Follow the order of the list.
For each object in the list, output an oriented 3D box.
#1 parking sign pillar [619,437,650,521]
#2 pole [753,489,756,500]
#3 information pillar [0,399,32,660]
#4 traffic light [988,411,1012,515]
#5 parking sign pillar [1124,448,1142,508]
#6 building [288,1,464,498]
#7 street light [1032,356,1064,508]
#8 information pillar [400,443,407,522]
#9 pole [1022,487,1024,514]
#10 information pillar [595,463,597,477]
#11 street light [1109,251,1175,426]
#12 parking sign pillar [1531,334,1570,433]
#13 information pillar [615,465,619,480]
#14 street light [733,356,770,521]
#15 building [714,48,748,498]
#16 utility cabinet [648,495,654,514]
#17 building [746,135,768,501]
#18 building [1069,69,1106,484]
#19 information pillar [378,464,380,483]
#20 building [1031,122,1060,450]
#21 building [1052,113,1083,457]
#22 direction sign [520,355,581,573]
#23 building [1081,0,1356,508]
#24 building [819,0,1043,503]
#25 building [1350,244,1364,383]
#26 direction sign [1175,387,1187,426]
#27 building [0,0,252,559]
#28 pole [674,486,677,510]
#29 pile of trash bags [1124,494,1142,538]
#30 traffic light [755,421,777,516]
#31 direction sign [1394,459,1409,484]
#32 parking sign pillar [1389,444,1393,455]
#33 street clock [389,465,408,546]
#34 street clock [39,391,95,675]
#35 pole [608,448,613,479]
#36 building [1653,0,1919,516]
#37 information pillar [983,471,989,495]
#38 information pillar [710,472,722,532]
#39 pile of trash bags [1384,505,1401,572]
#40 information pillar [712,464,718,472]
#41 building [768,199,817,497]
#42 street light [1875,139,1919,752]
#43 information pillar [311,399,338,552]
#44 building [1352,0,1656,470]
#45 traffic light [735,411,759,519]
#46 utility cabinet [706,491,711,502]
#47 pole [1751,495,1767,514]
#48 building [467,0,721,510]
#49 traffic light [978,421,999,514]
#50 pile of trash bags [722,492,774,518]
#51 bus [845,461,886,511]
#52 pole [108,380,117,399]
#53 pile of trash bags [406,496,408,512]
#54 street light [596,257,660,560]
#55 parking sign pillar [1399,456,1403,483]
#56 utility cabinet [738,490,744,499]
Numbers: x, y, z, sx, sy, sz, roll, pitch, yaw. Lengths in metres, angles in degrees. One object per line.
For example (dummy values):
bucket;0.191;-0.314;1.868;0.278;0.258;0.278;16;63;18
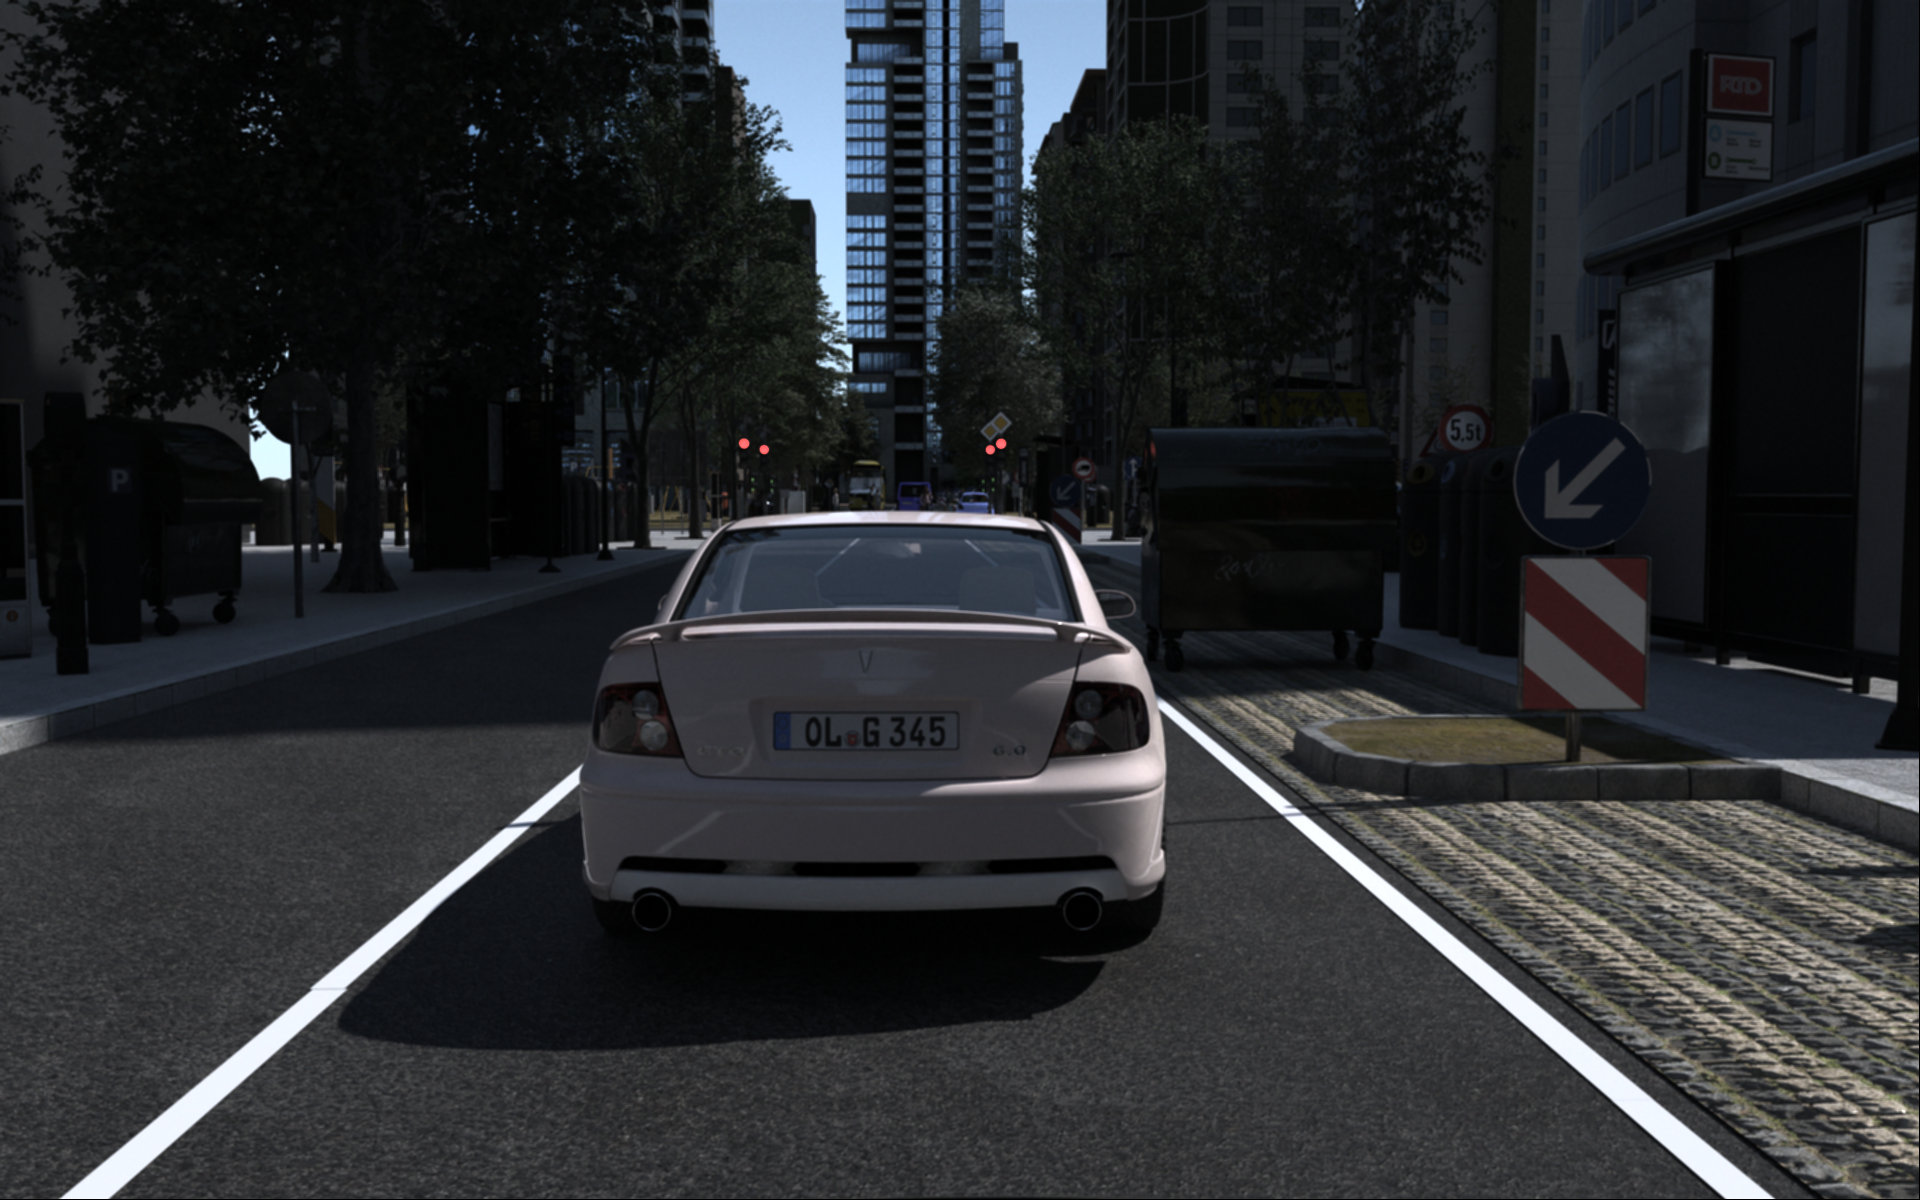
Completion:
parking sign pillar;-15.434;-5.714;81.898;1.447;3.967;1.447;1;4;8
pole;-13.008;-7.084;109.662;0.158;3.312;0.155;0;3;0
information pillar;-7.466;-0.548;13.450;0.304;2.012;0.304;2;4;31
traffic light;1.363;-4.274;58.807;0.839;4.253;0.868;0;4;-2
parking sign pillar;9.889;-6.648;97.168;1.447;3.967;1.447;1;4;20
building;-61.669;-46.218;193.916;20.611;71.187;20.563;0;4;-2
street light;2.915;-5.231;58.072;1.470;5.913;1.316;0;4;-2
information pillar;-25.500;-5.382;79.356;0.183;3.616;0.504;0;4;-2
pole;4.089;-7.177;111.183;0.158;3.312;0.155;0;3;0
information pillar;-27.115;-8.421;129.039;0.183;3.616;0.504;0;4;-1
street light;3.557;-3.719;33.343;1.470;5.913;1.316;0;4;-2
parking sign pillar;9.796;-2.463;28.747;1.447;3.967;1.447;1;4;12
information pillar;-27.159;-8.915;137.114;0.183;3.616;0.504;-2;4;-33
street light;-7.085;-5.254;58.441;1.470;5.913;1.316;0;4;-2
building;-29.550;-32.323;178.585;14.600;45.320;14.200;0;4;-2
utility cabinet;-20.726;-6.322;114.519;1.020;1.237;0.306;2;4;28
building;-30.169;-31.522;198.974;14.086;41.232;14.154;0;4;-2
building;22.776;-32.012;178.016;22.147;44.769;28.867;0;4;-2
information pillar;-45.252;-8.785;134.982;0.183;3.616;0.504;-2;4;-23
building;24.883;-40.443;250.486;27.495;52.752;28.713;0;4;-2
building;18.156;-33.612;199.674;14.600;45.320;14.200;0;4;-2
direction sign;-6.740;-2.223;28.344;0.876;3.537;0.379;0;4;-4
building;21.988;-43.684;152.485;20.563;71.187;20.611;0;4;-2
building;-4.271;-57.067;245.719;31.000;86.520;22.319;0;4;-2
building;38.041;-26.266;201.150;14.107;30.474;14.160;0;4;-2
direction sign;4.718;-2.754;37.020;0.379;3.537;0.876;1;4;23
building;-30.346;-15.011;38.938;24.014;27.812;14.314;0;4;-2
pole;-23.000;-8.940;140.014;0.158;3.312;0.155;0;3;0
pile of trash bags;5.688;-2.601;52.280;1.912;1.369;3.447;0;4;3
traffic light;-7.470;-4.747;66.530;0.839;4.253;0.868;0;4;-2
direction sign;28.273;-7.280;111.022;0.876;3.537;0.379;1;4;21
parking sign pillar;22.460;-6.379;92.761;1.447;3.967;1.447;1;4;10
street clock;-13.786;-2.325;42.580;0.358;2.002;0.471;1;4;19
street clock;-6.344;-0.474;12.322;0.358;2.002;0.471;-2;4;-33
pole;-15.537;-5.086;77.001;0.158;3.312;0.155;0;3;0
building;23.965;-30.031;33.001;21.231;58.520;28.212;0;4;-2
information pillar;1.974;-8.390;128.527;0.504;3.616;0.183;-1;4;-21
information pillar;-8.175;-3.280;58.120;0.304;2.012;0.304;1;4;16
pile of trash bags;6.819;-1.136;28.330;1.912;1.369;3.447;-1;4;-14
information pillar;-18.831;-8.672;133.139;0.504;3.616;0.183;3;4;38
building;-27.284;-34.164;242.173;14.086;41.232;14.154;0;4;-2
street light;4.252;-2.204;8.579;1.470;5.913;1.316;0;4;-2
information pillar;-14.023;-2.863;38.161;0.504;3.616;0.183;-1;4;-9
building;59.817;-40.062;197.006;28.212;58.520;21.231;0;4;-2
traffic light;-7.244;-4.259;58.548;0.839;4.253;0.868;0;4;-2
utility cabinet;-16.050;-6.315;111.933;0.318;1.500;1.173;-2;4;-32
pole;11.759;-1.934;25.456;0.158;3.312;0.155;0;3;0
building;-32.565;-51.499;154.676;22.319;86.520;31.000;0;4;-2
traffic light;1.137;-4.763;66.788;0.839;4.253;0.868;0;4;-2
pile of trash bags;-10.805;-4.732;87.117;3.447;1.369;1.912;-1;4;-23
bus;-6.973;-8.516;130.776;2.896;3.916;12.252;0;4;-1
pole;-15.116;-2.273;31.001;0.158;3.312;0.155;0;3;0
pile of trash bags;-39.923;-6.846;121.687;3.447;1.369;1.912;2;4;32
street light;-6.358;-3.730;33.525;1.470;5.913;1.316;0;4;-2
parking sign pillar;30.961;-8.199;122.533;1.447;3.967;1.447;2;4;29
utility cabinet;-11.980;-5.242;94.390;0.318;1.500;1.173;-1;4;-14
